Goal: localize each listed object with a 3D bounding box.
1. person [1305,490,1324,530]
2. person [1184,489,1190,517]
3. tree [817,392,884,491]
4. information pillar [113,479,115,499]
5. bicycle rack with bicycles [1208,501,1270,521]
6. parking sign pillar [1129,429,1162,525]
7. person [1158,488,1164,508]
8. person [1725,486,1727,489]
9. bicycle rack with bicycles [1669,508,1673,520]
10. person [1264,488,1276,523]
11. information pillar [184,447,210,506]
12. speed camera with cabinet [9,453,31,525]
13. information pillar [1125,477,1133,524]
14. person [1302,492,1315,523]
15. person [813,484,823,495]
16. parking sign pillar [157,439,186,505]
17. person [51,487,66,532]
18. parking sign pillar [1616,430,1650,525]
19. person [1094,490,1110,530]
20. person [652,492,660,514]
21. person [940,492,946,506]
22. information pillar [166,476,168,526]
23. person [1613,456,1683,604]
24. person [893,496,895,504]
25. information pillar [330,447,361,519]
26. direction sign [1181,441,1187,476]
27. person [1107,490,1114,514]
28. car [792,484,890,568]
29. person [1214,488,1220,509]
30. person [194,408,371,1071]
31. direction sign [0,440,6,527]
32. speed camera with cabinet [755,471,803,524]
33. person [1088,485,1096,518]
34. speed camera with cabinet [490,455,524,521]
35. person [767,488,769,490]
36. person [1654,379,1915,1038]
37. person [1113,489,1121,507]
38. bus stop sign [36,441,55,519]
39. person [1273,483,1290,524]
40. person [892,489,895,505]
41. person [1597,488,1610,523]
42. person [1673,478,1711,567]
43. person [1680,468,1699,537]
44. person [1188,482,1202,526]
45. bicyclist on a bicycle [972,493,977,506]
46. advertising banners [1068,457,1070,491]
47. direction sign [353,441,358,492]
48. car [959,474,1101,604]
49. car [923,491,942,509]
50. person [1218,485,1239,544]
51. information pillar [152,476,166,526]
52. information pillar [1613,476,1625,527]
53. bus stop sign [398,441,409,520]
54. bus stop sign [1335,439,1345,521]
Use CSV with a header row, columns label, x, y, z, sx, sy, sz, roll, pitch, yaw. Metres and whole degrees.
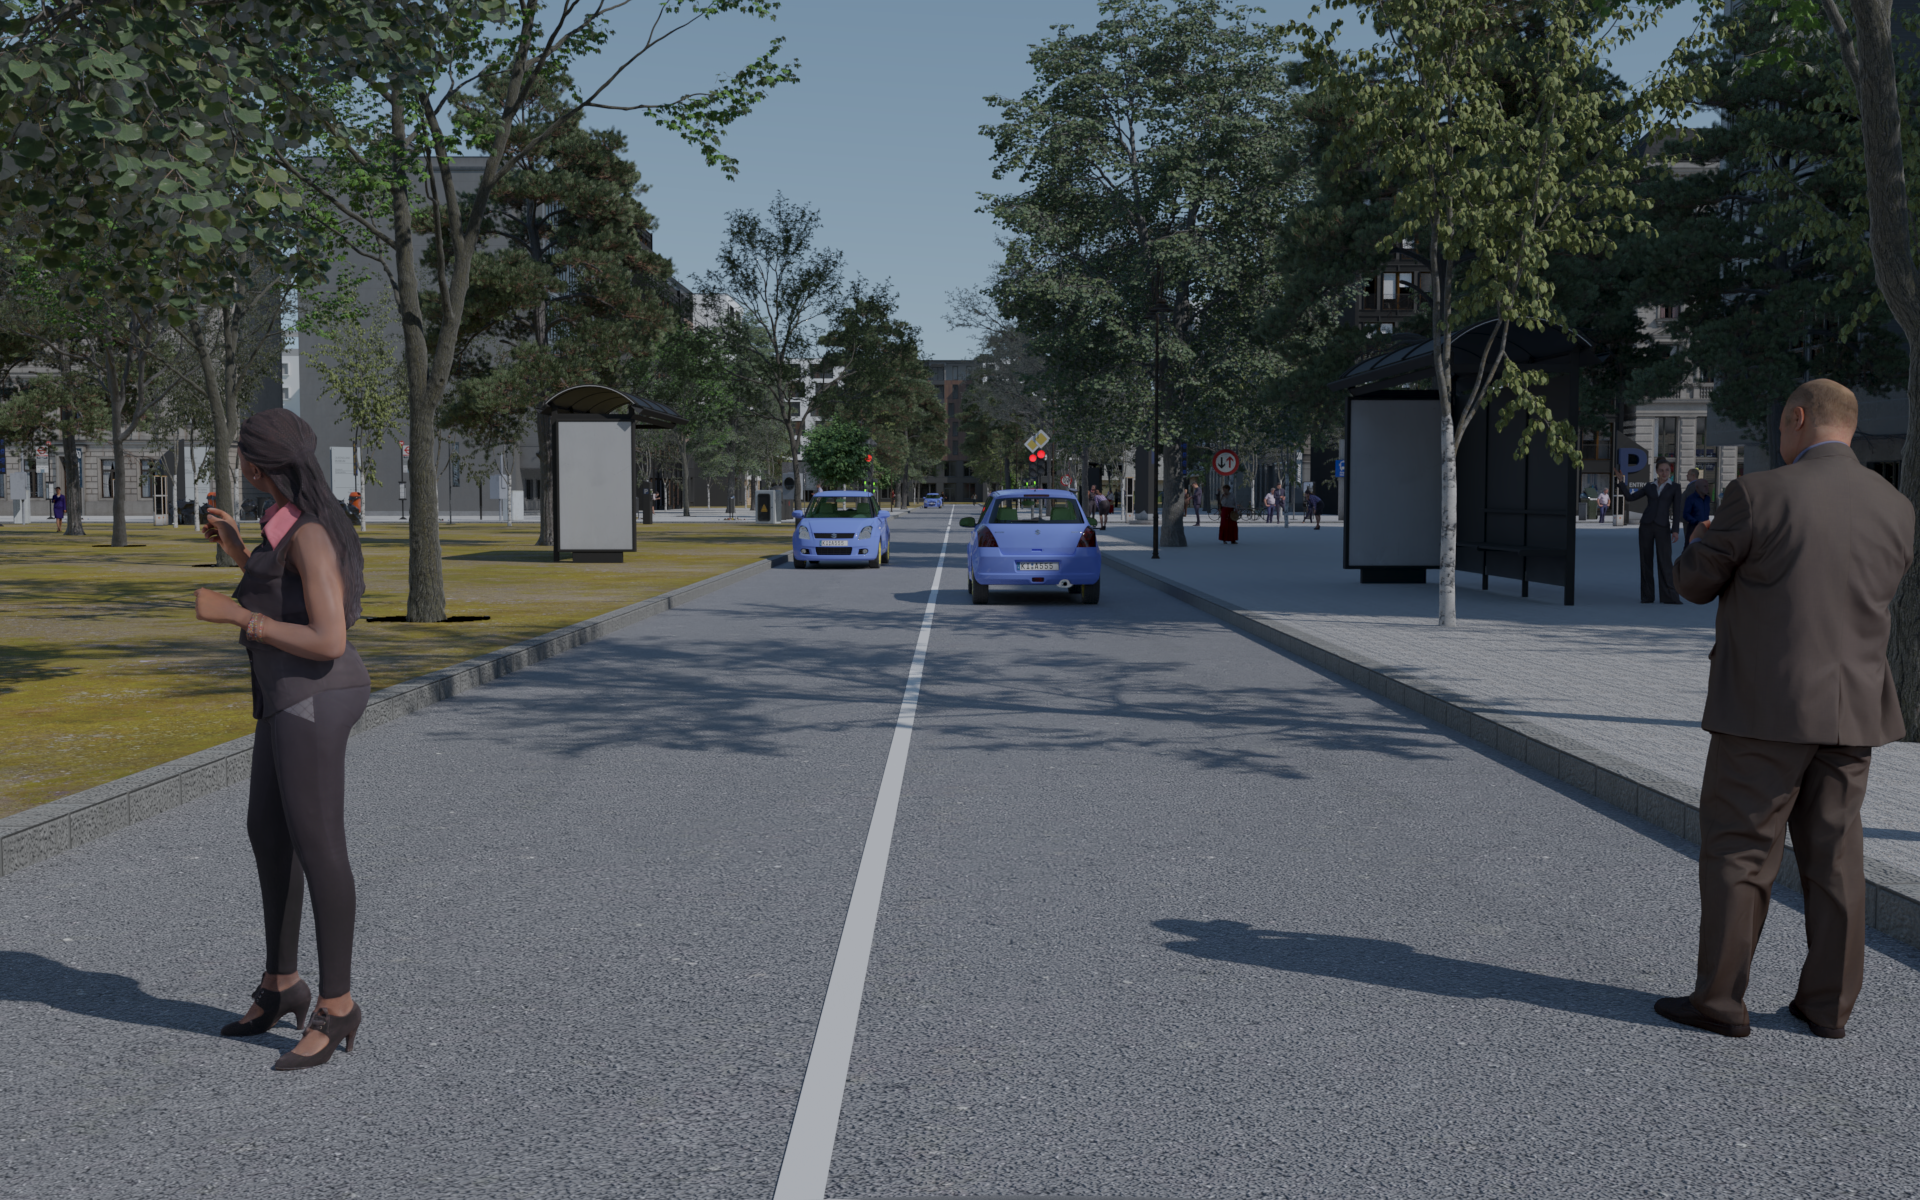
label,x,y,z,sx,sy,sz,roll,pitch,yaw
person,12.705,-3.230,62.089,0.697,1.427,0.421,0,4,2
person,12.609,-5.421,96.945,0.482,1.546,0.388,1,4,18
tree,-7.811,-10.407,120.510,4.737,8.622,4.395,0,3,0
information pillar,-41.889,-4.990,86.076,0.304,2.012,0.304,-1,4,-17
bicycle rack with bicycles,13.751,-4.310,83.846,2.925,0.926,2.852,2,4,25
parking sign pillar,7.815,-5.153,72.731,1.447,3.967,1.447,-1,4,-19
person,19.088,-9.544,162.166,1.350,1.814,0.705,-1,4,-18
person,28.856,-3.495,64.896,0.444,1.614,0.593,3,5,44
bicycle rack with bicycles,35.291,-4.407,85.429,2.925,0.926,2.852,-1,4,-22
person,14.412,-4.318,80.031,0.756,1.711,0.436,-1,4,-16
information pillar,-38.405,-5.831,86.658,0.184,3.620,1.656,3,5,43
speed camera with cabinet,-39.864,-4.837,73.417,0.660,3.252,2.038,-2,4,-23
information pillar,7.360,-4.335,75.366,0.304,2.012,0.304,-1,4,-8
person,15.924,-4.158,79.023,0.613,1.512,0.480,-1,4,-19
person,-7.748,-5.382,93.915,0.599,1.838,0.709,0,4,-7
parking sign pillar,-38.162,-5.832,83.824,1.447,3.967,1.447,1,4,22
person,-30.606,-3.084,58.839,0.453,1.535,0.546,-3,5,-42
parking sign pillar,28.424,-5.181,73.177,1.447,3.967,1.447,0,4,7
person,4.995,-3.181,61.292,0.421,1.427,0.697,-2,4,-35
person,-19.204,-6.069,108.463,0.799,1.438,0.628,-1,4,-16
person,-2.048,-12.195,208.717,0.721,1.723,1.217,-3,5,-40
information pillar,-32.340,-4.024,70.284,0.304,2.012,0.304,-1,4,-16
person,8.041,-0.820,20.250,0.742,1.727,0.445,0,4,5
person,-8.725,-13.413,228.541,0.799,1.438,0.628,-1,4,-14
information pillar,-30.745,-5.835,86.718,0.184,3.620,1.656,3,4,37
direction sign,9.320,-5.030,74.243,0.876,3.537,0.379,2,4,32
person,9.667,-6.261,110.882,0.523,1.526,0.387,3,5,44
car,-2.333,-1.523,34.493,1.945,1.707,3.694,0,4,2
person,20.858,-8.147,139.928,0.600,1.739,0.565,-1,4,-10
person,-1.752,0.341,4.398,0.593,1.643,0.415,2,4,23
direction sign,-37.956,-4.665,68.275,0.876,3.537,0.379,1,4,17
speed camera with cabinet,-7.679,-4.833,73.358,2.038,3.252,0.660,2,4,26
person,5.093,-3.615,66.619,0.415,1.643,0.593,1,4,22
speed camera with cabinet,-21.743,-5.427,83.059,0.660,3.252,2.038,1,4,18
person,-18.220,-9.699,164.628,0.705,1.824,1.348,-2,4,-31
person,2.206,0.275,4.696,0.565,1.739,0.600,-2,4,-35
person,15.063,-9.813,166.627,0.705,1.807,1.348,-2,4,-28
bus stop sign,-46.261,-6.048,87.591,0.416,3.939,0.855,2,4,35
person,13.812,-4.150,74.341,0.683,1.767,0.568,0,4,-7
person,-7.850,-12.022,202.539,0.705,1.831,1.348,-2,4,-26
person,29.779,-4.317,80.022,0.756,1.711,0.436,-1,4,-15
person,9.945,-0.897,23.402,0.574,1.496,0.600,0,4,-1
person,13.508,-1.560,32.106,0.434,1.755,0.990,2,4,27
person,9.436,-3.862,69.638,0.568,1.767,0.683,-1,4,-14
bicyclist on a bicycle,1.724,-12.061,207.210,1.499,1.676,1.625,0,4,-2
advertising banners,5.171,-5.315,83.094,0.090,3.025,2.074,0,4,1
direction sign,-25.833,-5.018,74.048,0.379,3.537,0.876,-1,4,-9
car,0.962,-0.872,23.848,1.945,1.707,3.694,0,4,-1
car,-2.703,-9.967,172.545,1.945,1.707,3.694,0,4,2
person,6.906,-2.201,44.503,0.523,1.526,0.387,0,4,1
information pillar,-31.963,-3.946,69.002,0.304,2.012,0.304,-3,4,-39
information pillar,26.081,-3.920,68.590,0.304,2.012,0.304,-1,4,-12
bus stop sign,-27.725,-6.000,86.811,0.855,3.939,0.416,-1,4,-9
bus stop sign,18.562,-5.777,83.466,0.837,3.901,0.837,1,4,21
